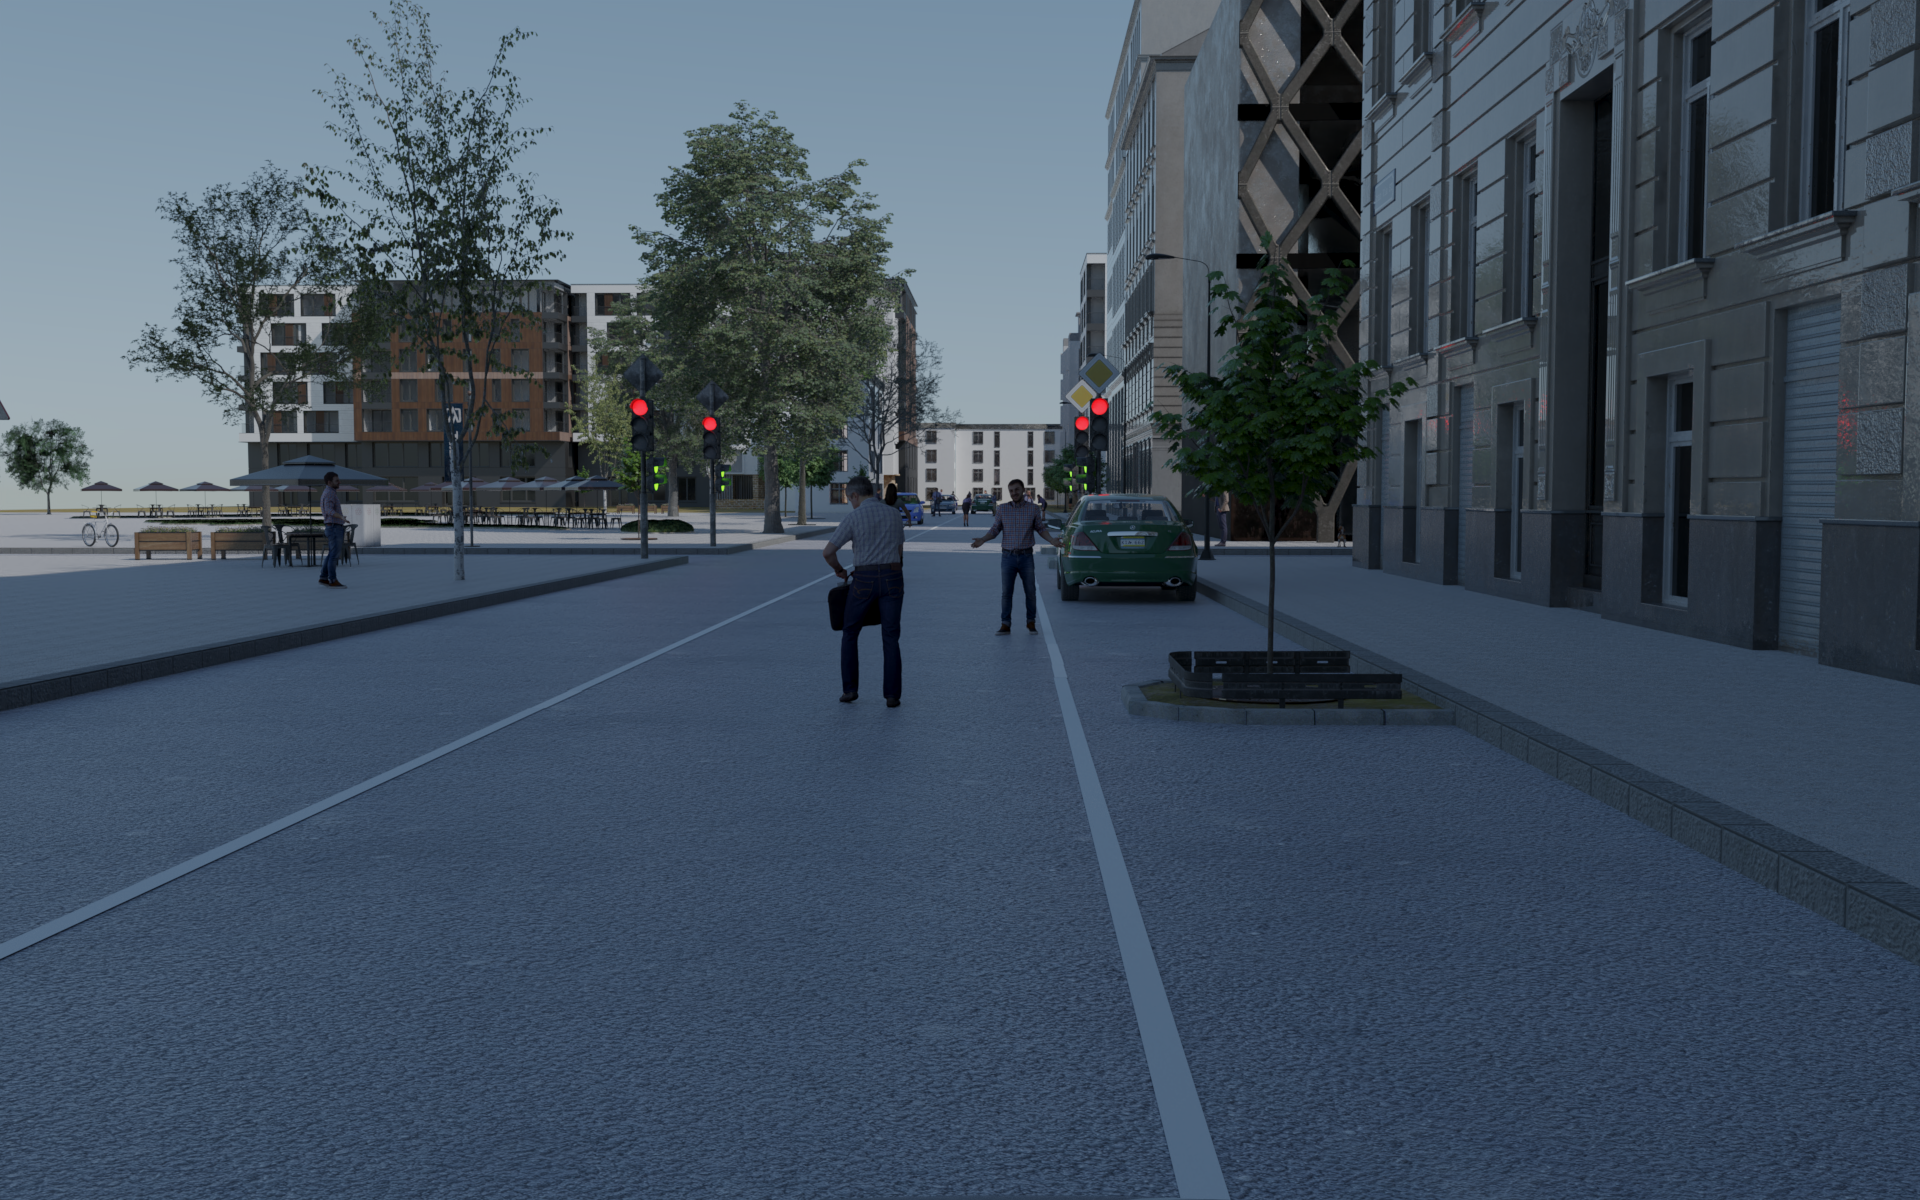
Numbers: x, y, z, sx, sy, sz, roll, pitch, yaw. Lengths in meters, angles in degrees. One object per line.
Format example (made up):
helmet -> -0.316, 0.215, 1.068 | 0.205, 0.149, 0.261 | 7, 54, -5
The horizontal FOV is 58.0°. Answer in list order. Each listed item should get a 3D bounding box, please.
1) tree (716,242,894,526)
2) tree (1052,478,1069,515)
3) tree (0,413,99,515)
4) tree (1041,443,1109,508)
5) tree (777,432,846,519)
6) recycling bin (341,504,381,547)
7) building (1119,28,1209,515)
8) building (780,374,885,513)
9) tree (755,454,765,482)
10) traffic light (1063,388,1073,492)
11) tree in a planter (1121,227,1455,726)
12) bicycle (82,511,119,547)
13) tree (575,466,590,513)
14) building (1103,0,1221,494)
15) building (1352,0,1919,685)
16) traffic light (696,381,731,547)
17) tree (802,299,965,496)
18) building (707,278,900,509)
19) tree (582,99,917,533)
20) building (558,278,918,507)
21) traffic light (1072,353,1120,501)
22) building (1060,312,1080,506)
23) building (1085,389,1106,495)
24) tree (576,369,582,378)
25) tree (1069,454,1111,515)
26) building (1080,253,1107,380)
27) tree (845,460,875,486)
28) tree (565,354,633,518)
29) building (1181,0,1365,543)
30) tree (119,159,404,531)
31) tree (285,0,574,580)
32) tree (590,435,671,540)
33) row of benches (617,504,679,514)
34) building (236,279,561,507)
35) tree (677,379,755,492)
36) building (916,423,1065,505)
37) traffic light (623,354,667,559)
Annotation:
tree -> -6.338, -8.876, 70.879 | 9.928, 11.665, 9.643 | 0, 3, 0
tree -> 7.080, -6.888, 107.216 | 1.663, 3.219, 1.824 | 0, 3, 0
tree -> -60.054, -8.440, 100.892 | 11.467, 7.101, 20.602 | 0, 4, 3
tree -> 6.874, -7.115, 100.047 | 4.285, 4.588, 4.351 | 0, 3, 0
tree -> -7.547, -6.436, 88.949 | 4.285, 4.588, 4.351 | 0, 3, 0
recycling bin -> -14.589, -1.808, 42.122 | 0.722, 1.027, 0.722 | 1, 4, 12
building -> 12.582, -13.973, 77.605 | 9.793, 20.994, 18.267 | 0, 4, 2
building -> -10.239, -11.620, 132.142 | 9.099, 9.664, 28.070 | 0, 4, 2
tree -> -9.613, -6.843, 95.598 | 4.285, 4.588, 4.351 | 0, 3, 0
traffic light -> 2.931, -3.230, 42.053 | 0.839, 4.213, 0.868 | 0, 4, 2
tree in a planter -> 2.108, -0.882, 11.641 | 1.991, 3.239, 1.994 | 0, 4, 2
bicycle -> -20.889, -1.763, 42.038 | 1.543, 0.972, 0.635 | 2, 4, 31
tree -> -25.473, -7.473, 116.786 | 1.663, 3.219, 1.824 | 0, 3, 0
building -> 14.815, -19.809, 101.372 | 11.434, 29.767, 29.804 | 0, 4, 2
building -> 12.272, -13.484, 17.725 | 12.463, 27.353, 25.104 | 0, 4, 2
traffic light -> -6.027, -3.244, 42.289 | 0.839, 4.213, 0.868 | 0, 4, 2
tree -> -5.281, -12.162, 109.224 | 12.009, 13.543, 11.850 | 0, 3, 0
building -> -13.364, -18.072, 151.892 | 16.016, 20.091, 11.380 | 0, 4, 2
tree -> -6.144, -9.164, 56.484 | 9.857, 13.997, 8.962 | 0, 3, 0
building -> -21.153, -20.459, 178.479 | 32.646, 21.610, 27.936 | 0, 4, 2
traffic light -> 2.706, -2.742, 34.071 | 0.839, 4.213, 0.868 | 0, 4, 2
building -> 18.817, -20.119, 185.360 | 16.016, 20.091, 11.380 | 0, 4, 2
building -> 14.633, -11.667, 132.910 | 9.099, 9.664, 28.070 | 0, 4, 2
tree -> -16.355, -11.682, 97.664 | 9.857, 13.997, 8.962 | 0, 3, 0
tree -> 6.501, -5.480, 84.192 | 1.663, 3.219, 1.824 | 0, 3, 0
building -> 25.099, -19.498, 162.771 | 27.936, 21.610, 32.646 | 0, 4, 2
tree -> -5.676, -6.440, 99.901 | 1.663, 3.219, 1.824 | 0, 3, 0
tree -> -18.674, -8.596, 90.907 | 4.737, 8.622, 4.395 | 0, 3, 0
building -> 15.834, -11.243, 51.279 | 16.811, 18.784, 16.820 | 0, 4, 2
tree -> -18.913, -6.919, 47.546 | 8.767, 10.594, 7.601 | 1, 4, 15
tree -> -7.497, -4.588, 25.377 | 4.360, 8.622, 3.978 | 0, 3, 0
tree -> -9.082, -3.284, 48.303 | 1.663, 3.219, 1.824 | 0, 3, 0
row of benches -> -20.222, -5.948, 112.706 | 4.104, 0.672, 1.422 | 0, 3, 0
building -> -54.045, -20.509, 179.296 | 32.646, 21.610, 27.936 | 0, 4, 2
tree -> -12.817, -8.583, 90.688 | 4.360, 8.622, 3.978 | 0, 3, 0
building -> -0.513, -16.254, 207.897 | 28.070, 9.664, 9.099 | 0, 4, 2
traffic light -> -6.252, -2.756, 34.307 | 0.839, 4.213, 0.868 | 0, 4, 2
